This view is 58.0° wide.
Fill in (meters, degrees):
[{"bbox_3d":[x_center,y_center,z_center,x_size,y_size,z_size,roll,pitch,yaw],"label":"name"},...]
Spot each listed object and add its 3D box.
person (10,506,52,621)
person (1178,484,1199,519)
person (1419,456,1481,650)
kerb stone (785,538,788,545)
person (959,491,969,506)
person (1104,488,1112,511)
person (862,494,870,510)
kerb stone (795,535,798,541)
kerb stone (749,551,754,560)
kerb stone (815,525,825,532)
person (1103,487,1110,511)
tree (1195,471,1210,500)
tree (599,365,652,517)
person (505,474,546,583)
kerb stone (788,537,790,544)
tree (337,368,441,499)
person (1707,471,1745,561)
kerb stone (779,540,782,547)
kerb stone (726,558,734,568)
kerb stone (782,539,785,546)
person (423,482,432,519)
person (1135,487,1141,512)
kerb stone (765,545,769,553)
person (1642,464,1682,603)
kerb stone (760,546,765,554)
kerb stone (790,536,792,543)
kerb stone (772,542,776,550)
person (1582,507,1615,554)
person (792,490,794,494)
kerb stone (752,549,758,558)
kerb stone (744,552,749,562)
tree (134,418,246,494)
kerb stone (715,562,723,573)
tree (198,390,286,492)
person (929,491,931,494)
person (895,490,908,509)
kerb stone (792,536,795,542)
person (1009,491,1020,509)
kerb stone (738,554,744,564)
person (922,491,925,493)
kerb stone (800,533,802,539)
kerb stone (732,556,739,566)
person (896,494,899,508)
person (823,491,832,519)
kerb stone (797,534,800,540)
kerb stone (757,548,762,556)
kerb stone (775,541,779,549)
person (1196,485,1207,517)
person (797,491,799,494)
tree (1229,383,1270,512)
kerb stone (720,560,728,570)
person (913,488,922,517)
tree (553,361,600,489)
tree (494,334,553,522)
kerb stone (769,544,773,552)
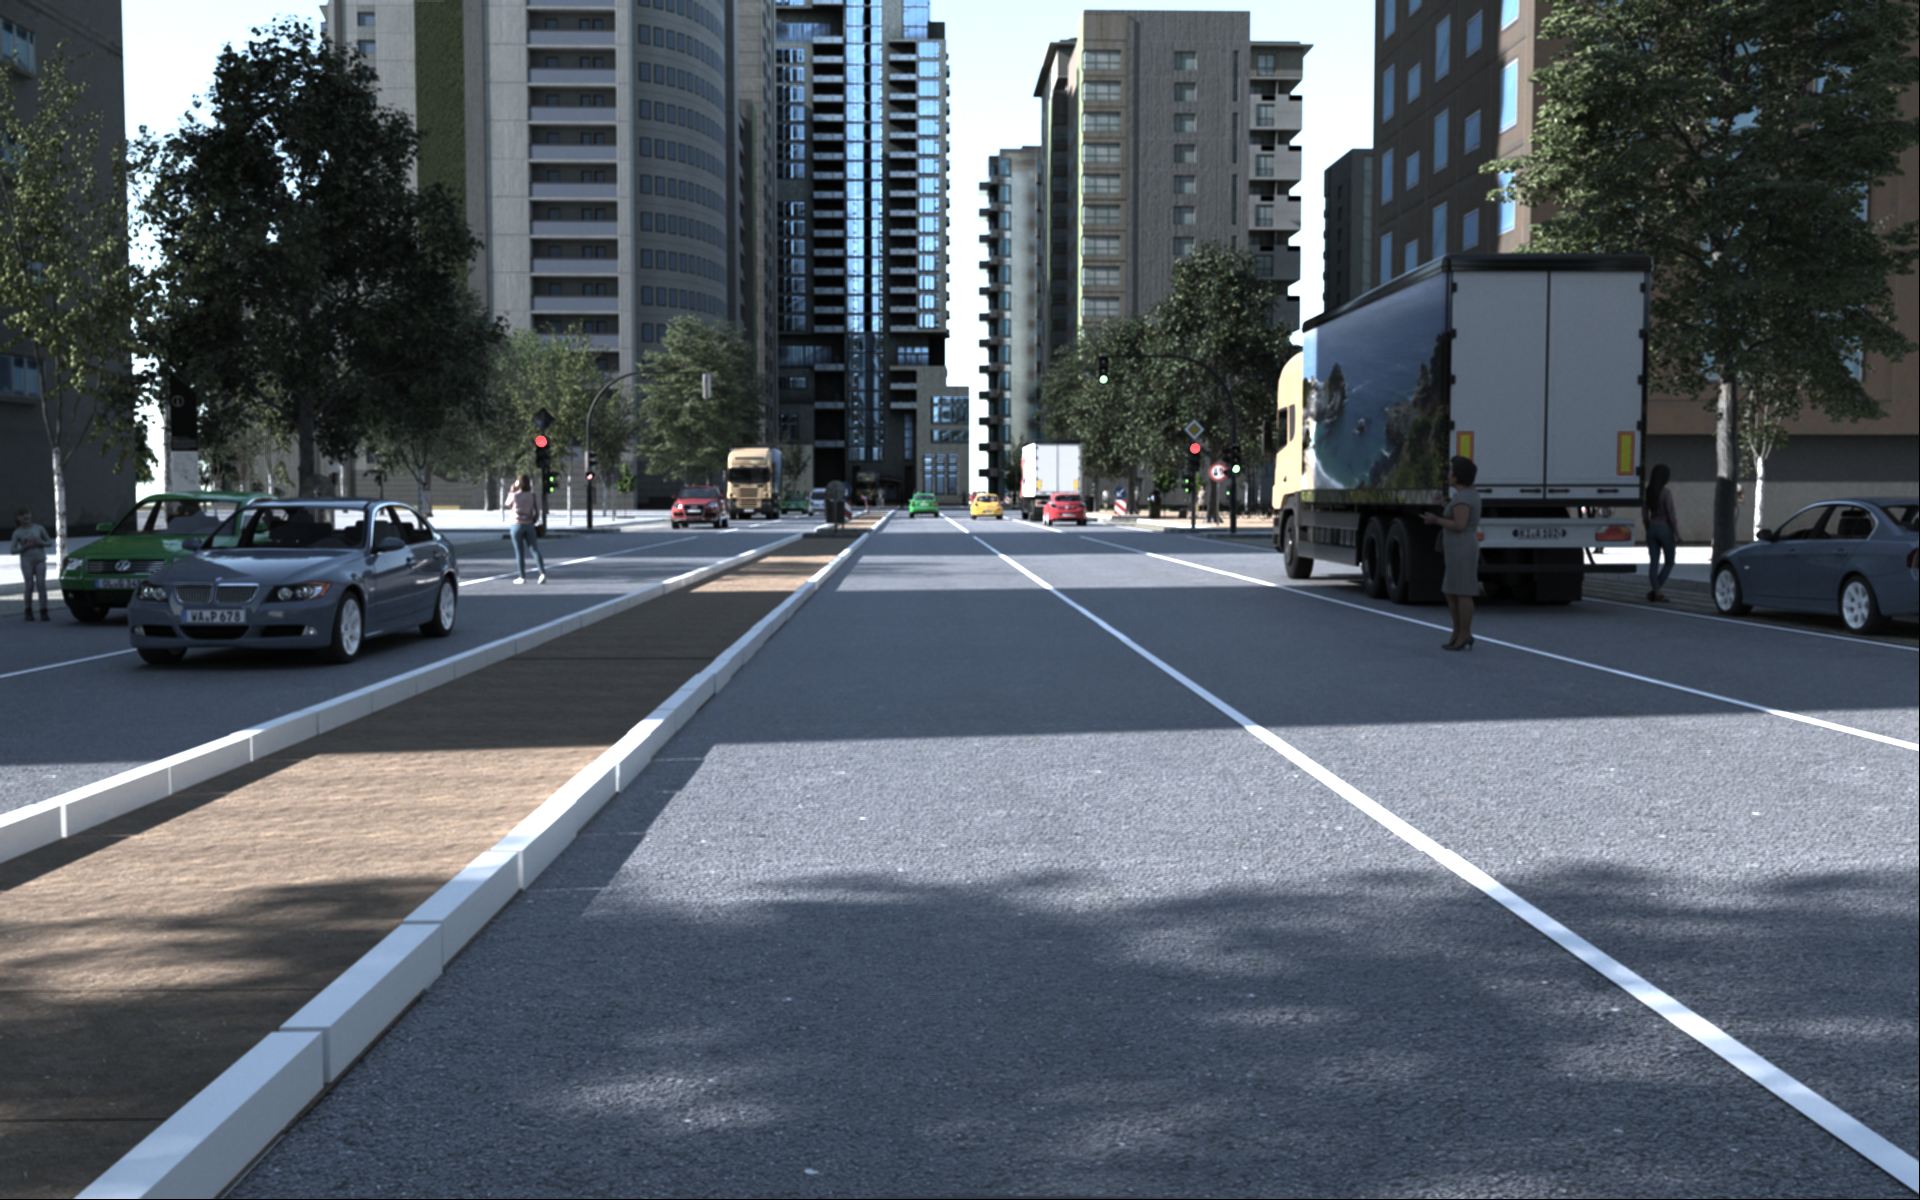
[{"bbox_3d":[-10.485,-0.418,19.609,0.394,1.301,0.425,3,4,37],"label":"person"},{"bbox_3d":[11.750,-5.048,88.794,0.699,1.804,1.509,-1,4,-10],"label":"person"},{"bbox_3d":[4.536,-0.436,15.981,0.532,1.782,0.716,1,4,22],"label":"person"},{"bbox_3d":[-4.906,-1.551,47.660,0.120,0.150,1.000,0,4,-2],"label":"kerb stone"},{"bbox_3d":[0.512,-12.453,212.186,1.350,1.814,0.705,0,4,6],"label":"person"},{"bbox_3d":[11.003,-7.494,128.850,0.573,1.790,0.520,3,5,41],"label":"person"},{"bbox_3d":[-7.740,-7.999,142.514,0.697,1.427,0.421,-1,4,-16],"label":"person"},{"bbox_3d":[-5.024,-1.807,51.747,0.120,0.150,1.000,0,4,-2],"label":"kerb stone"},{"bbox_3d":[-4.619,-0.927,37.410,0.120,0.150,1.000,0,4,-2],"label":"kerb stone"},{"bbox_3d":[-5.469,-2.780,67.648,0.120,0.150,1.000,0,4,-2],"label":"kerb stone"},{"bbox_3d":[10.749,-7.406,127.351,0.478,1.798,0.641,1,4,19],"label":"person"},{"bbox_3d":[18.556,-8.628,135.676,1.663,3.219,1.824,0,3,0],"label":"tree"},{"bbox_3d":[-19.712,-8.958,96.828,4.360,8.622,3.978,0,3,0],"label":"tree"},{"bbox_3d":[-6.911,-1.140,27.735,0.593,1.750,0.643,-3,4,-36],"label":"person"},{"bbox_3d":[-4.935,-1.620,48.681,0.120,0.150,1.000,0,4,-2],"label":"kerb stone"},{"bbox_3d":[-35.659,-10.553,106.959,8.767,10.594,7.601,0,4,2],"label":"tree"},{"bbox_3d":[14.709,-1.642,33.235,0.599,1.781,0.374,3,5,40],"label":"person"},{"bbox_3d":[-4.852,-1.431,45.599,0.120,0.150,1.000,0,4,-2],"label":"kerb stone"},{"bbox_3d":[-4.513,-0.680,33.315,0.120,0.150,1.000,0,4,-2],"label":"kerb stone"},{"bbox_3d":[-4.872,-1.495,46.631,0.120,0.150,1.000,0,4,-2],"label":"kerb stone"},{"bbox_3d":[-20.635,-3.674,66.859,0.466,1.731,0.760,-3,4,-38],"label":"person"},{"bbox_3d":[12.397,-6.995,120.812,0.834,1.777,0.661,-2,4,-34],"label":"person"},{"bbox_3d":[-4.745,-1.180,41.500,0.120,0.150,1.000,0,4,-2],"label":"kerb stone"},{"bbox_3d":[9.196,-0.867,22.686,0.388,1.821,0.555,-3,5,-40],"label":"person"},{"bbox_3d":[-4.710,-1.118,40.478,0.120,0.150,1.000,0,4,-2],"label":"kerb stone"},{"bbox_3d":[-4.976,-1.682,49.702,0.120,0.150,1.000,0,4,-2],"label":"kerb stone"},{"bbox_3d":[-4.788,-1.306,43.543,0.120,0.150,1.000,0,4,-2],"label":"kerb stone"},{"bbox_3d":[13.618,-1.868,36.989,0.661,1.777,0.834,2,4,27],"label":"person"},{"bbox_3d":[-20.698,-12.772,215.388,0.750,1.759,0.617,3,5,41],"label":"person"},{"bbox_3d":[-4.648,-0.993,38.433,0.120,0.150,1.000,0,4,-2],"label":"kerb stone"},{"bbox_3d":[-4.589,-0.868,36.387,0.120,0.150,1.000,0,4,-2],"label":"kerb stone"},{"bbox_3d":[-58.474,-9.468,117.716,11.467,7.101,20.602,1,4,13],"label":"tree"},{"bbox_3d":[-4.445,-0.547,31.264,0.120,0.150,1.000,0,4,-2],"label":"kerb stone"},{"bbox_3d":[-42.873,-9.387,103.834,4.360,8.622,3.978,0,3,0],"label":"tree"},{"bbox_3d":[-3.365,-11.175,191.237,0.705,1.821,1.348,0,4,-6],"label":"person"},{"bbox_3d":[-5.671,-9.780,168.535,1.348,1.807,0.705,0,4,1],"label":"person"},{"bbox_3d":[-4.993,-1.745,50.726,0.120,0.150,1.000,0,4,-2],"label":"kerb stone"},{"bbox_3d":[5.139,-9.492,164.510,1.217,1.723,0.721,-2,4,-25],"label":"person"},{"bbox_3d":[-4.565,-0.800,35.365,0.120,0.150,1.000,0,4,-2],"label":"kerb stone"},{"bbox_3d":[-3.345,-9.418,163.191,0.721,1.736,1.217,1,4,10],"label":"person"},{"bbox_3d":[-5.075,-1.930,53.801,0.120,0.150,1.000,0,4,-2],"label":"kerb stone"},{"bbox_3d":[-4.538,-0.740,34.341,0.120,0.150,1.000,0,4,-2],"label":"kerb stone"},{"bbox_3d":[-6.518,-10.315,180.407,0.557,1.426,1.065,0,4,-7],"label":"person"},{"bbox_3d":[-7.465,-5.453,97.634,0.573,1.828,0.580,-1,4,-16],"label":"person"},{"bbox_3d":[-5.052,-1.870,52.772,0.120,0.150,1.000,0,4,-2],"label":"kerb stone"},{"bbox_3d":[-4.681,-1.054,39.457,0.120,0.150,1.000,0,4,-2],"label":"kerb stone"},{"bbox_3d":[-4.814,-1.369,44.571,0.120,0.150,1.000,0,4,-2],"label":"kerb stone"},{"bbox_3d":[13.669,-5.609,98.099,0.599,1.781,0.374,1,4,16],"label":"person"},{"bbox_3d":[-14.604,-9.027,156.814,1.217,1.735,0.721,2,4,24],"label":"person"},{"bbox_3d":[18.975,-9.972,113.402,4.360,8.622,3.978,0,3,0],"label":"tree"},{"bbox_3d":[-4.486,-0.616,32.285,0.120,0.150,1.000,0,4,-2],"label":"kerb stone"},{"bbox_3d":[-2.693,-6.185,109.890,0.793,1.790,0.793,1,4,17],"label":"person"},{"bbox_3d":[-21.050,-8.288,85.873,4.360,8.622,3.978,0,3,0],"label":"tree"},{"bbox_3d":[-21.217,-7.926,79.949,4.360,8.622,3.978,0,3,0],"label":"tree"},{"bbox_3d":[-4.762,-1.243,42.522,0.120,0.150,1.000,0,4,-2],"label":"kerb stone"}]
